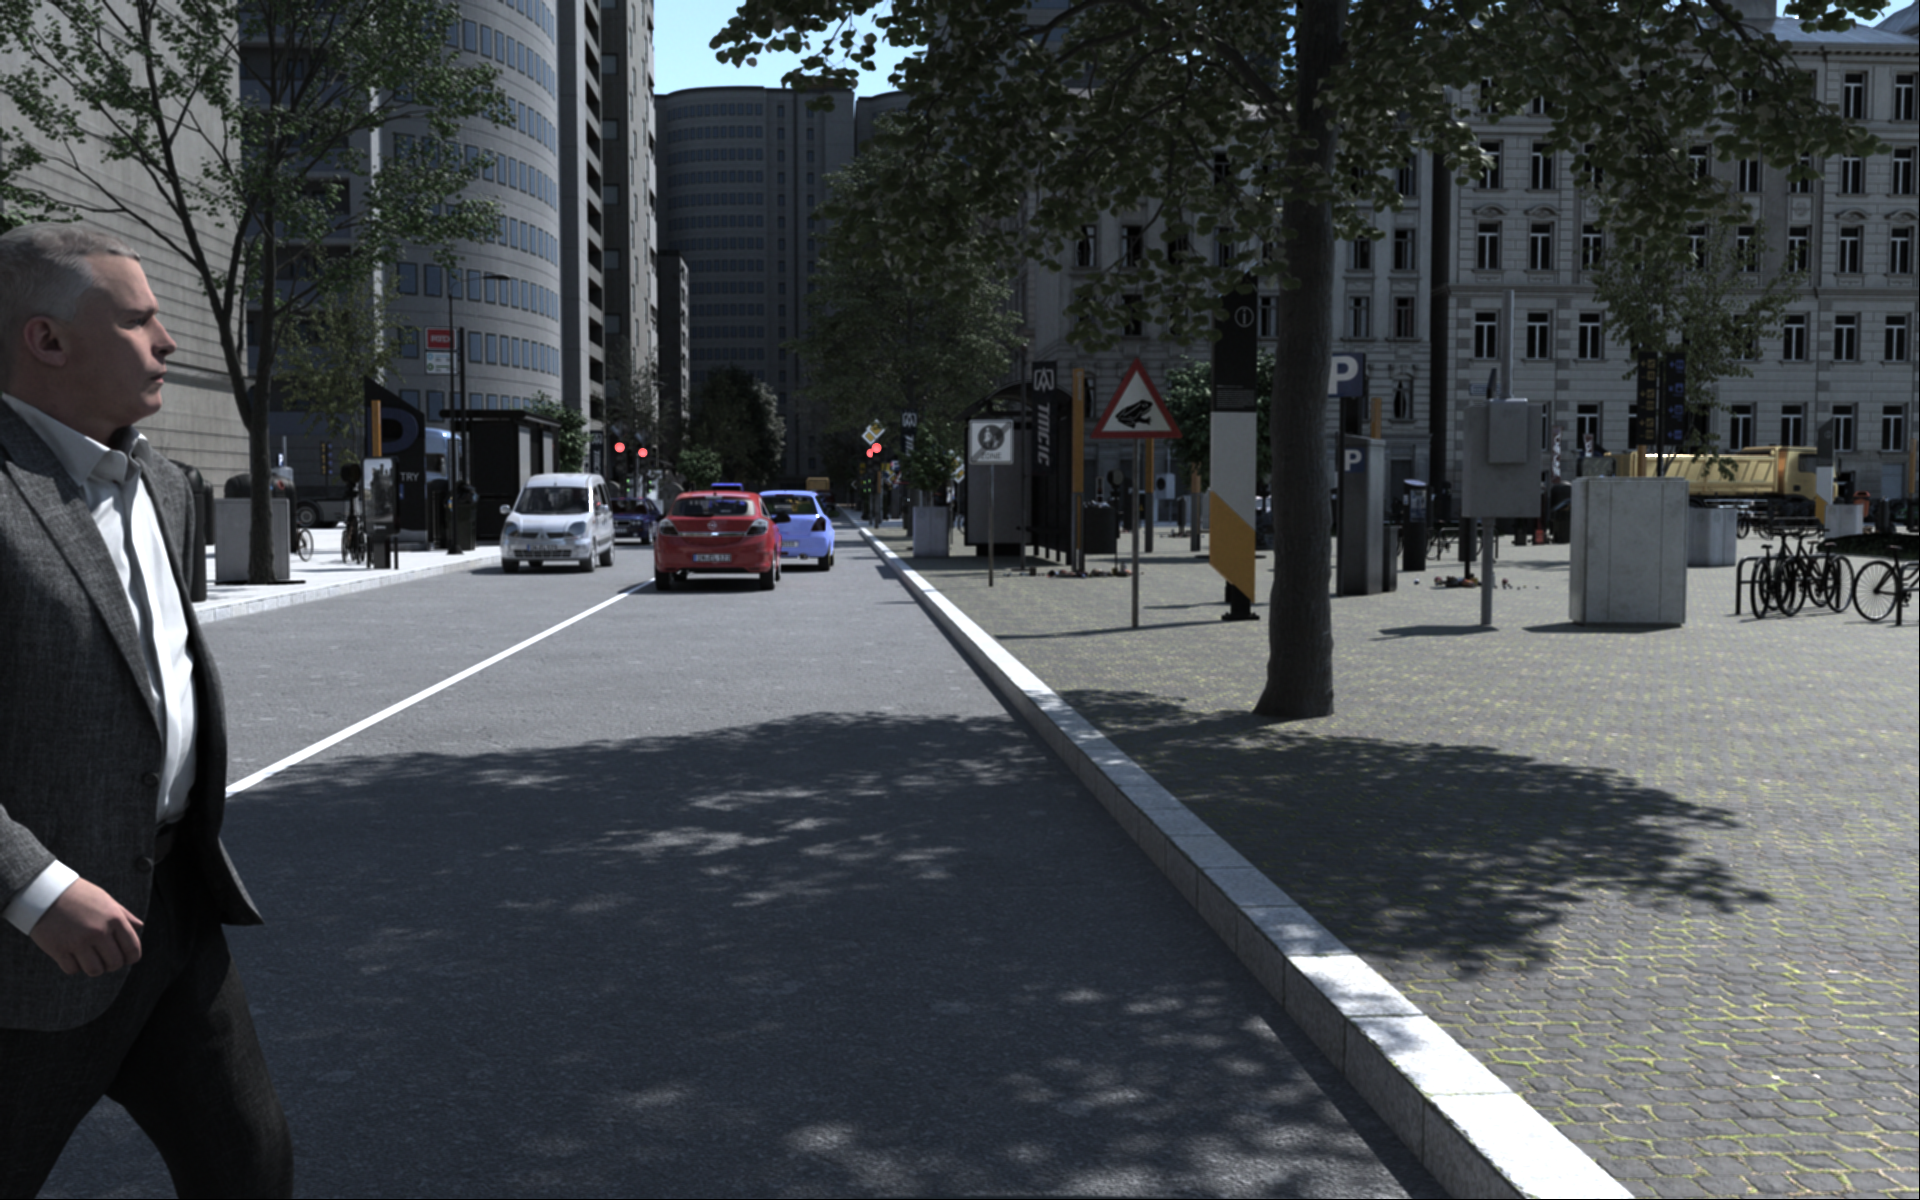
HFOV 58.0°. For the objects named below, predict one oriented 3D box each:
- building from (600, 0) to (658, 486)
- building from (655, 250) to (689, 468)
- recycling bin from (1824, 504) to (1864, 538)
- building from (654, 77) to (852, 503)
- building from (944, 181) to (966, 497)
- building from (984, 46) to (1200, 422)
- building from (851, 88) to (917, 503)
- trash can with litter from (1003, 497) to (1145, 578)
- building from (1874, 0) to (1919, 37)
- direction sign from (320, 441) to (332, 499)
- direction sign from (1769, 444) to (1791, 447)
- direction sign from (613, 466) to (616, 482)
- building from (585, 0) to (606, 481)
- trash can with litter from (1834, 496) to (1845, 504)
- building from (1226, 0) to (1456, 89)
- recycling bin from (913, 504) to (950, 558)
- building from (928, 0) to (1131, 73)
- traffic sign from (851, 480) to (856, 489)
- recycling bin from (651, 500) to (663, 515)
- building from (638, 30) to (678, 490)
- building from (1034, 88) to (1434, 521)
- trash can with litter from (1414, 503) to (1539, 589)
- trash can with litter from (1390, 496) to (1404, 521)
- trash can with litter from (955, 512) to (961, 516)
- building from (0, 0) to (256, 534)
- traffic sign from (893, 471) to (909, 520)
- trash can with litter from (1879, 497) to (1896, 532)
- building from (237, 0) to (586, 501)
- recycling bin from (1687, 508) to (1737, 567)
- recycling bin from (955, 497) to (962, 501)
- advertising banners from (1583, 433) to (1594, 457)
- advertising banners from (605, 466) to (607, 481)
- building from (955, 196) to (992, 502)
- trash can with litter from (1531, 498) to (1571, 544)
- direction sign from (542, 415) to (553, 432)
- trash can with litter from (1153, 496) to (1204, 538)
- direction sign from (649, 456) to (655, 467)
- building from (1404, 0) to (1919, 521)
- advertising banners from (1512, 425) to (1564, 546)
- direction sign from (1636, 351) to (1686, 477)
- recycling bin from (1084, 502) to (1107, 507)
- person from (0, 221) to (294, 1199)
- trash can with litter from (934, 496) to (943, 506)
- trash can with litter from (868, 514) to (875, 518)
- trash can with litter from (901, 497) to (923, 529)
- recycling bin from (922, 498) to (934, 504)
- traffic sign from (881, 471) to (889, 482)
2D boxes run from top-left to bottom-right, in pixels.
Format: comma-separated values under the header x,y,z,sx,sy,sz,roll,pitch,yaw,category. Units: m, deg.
x,y,z,sx,sy,sz,roll,pitch,yaw,category
-42.217,-34.767,157.682,28.713,52.752,27.495,0,4,-4,building
-39.372,-26.518,205.270,14.107,30.474,14.160,0,4,-4,building
21.383,-1.795,41.908,0.722,1.027,0.722,3,4,39,recycling bin
-29.220,-43.143,247.391,28.212,58.520,21.231,0,4,-4,building
5.440,-23.542,156.615,14.160,30.474,14.107,0,4,-4,building
9.187,-19.804,111.185,14.401,28.519,23.554,0,4,-4,building
-0.842,-43.231,248.823,28.212,58.520,21.231,0,4,-4,building
1.803,-0.986,27.173,2.233,1.210,1.678,0,4,3,trash can with litter
57.135,-18.609,90.169,20.117,28.700,13.634,0,4,-4,building
-27.120,-5.027,74.194,0.379,3.537,0.876,1,4,10,direction sign
37.122,-5.304,78.721,0.876,3.537,0.379,-1,4,-12,direction sign
-28.296,-9.168,141.886,0.379,3.537,0.876,-2,4,-27,direction sign
-39.056,-30.995,130.478,21.300,48.544,21.600,0,4,-4,building
64.221,-6.925,124.284,2.233,1.210,1.678,-1,4,-17,trash can with litter
45.580,-54.670,206.518,31.000,86.520,22.319,0,4,-4,building
-0.574,-1.378,35.078,0.722,1.027,0.722,0,4,2,recycling bin
7.179,-38.874,177.595,21.231,58.520,28.212,0,4,-4,building
-8.083,-8.152,134.464,0.795,2.450,0.064,0,3,0,traffic sign
-13.638,-3.968,77.423,0.722,1.027,0.722,-1,4,-9,recycling bin
-40.536,-45.460,181.528,20.563,71.187,20.611,0,4,-4,building
13.009,-14.449,85.385,18.267,20.994,9.793,0,4,-4,building
7.295,-0.821,24.480,1.678,1.210,2.233,1,4,17,trash can with litter
20.592,-4.233,80.602,1.055,1.170,0.624,0,4,5,trash can with litter
-1.003,-5.540,101.635,2.233,1.210,1.678,0,4,2,trash can with litter
-42.772,-16.330,43.414,44.131,29.872,17.030,0,4,-4,building
-2.934,-5.339,87.292,0.884,2.594,0.081,0,4,-4,traffic sign
26.941,-2.395,50.215,1.678,1.210,2.233,2,4,33,trash can with litter
-32.496,-33.643,92.067,21.231,58.520,28.212,0,4,-4,building
13.358,-1.127,30.973,0.722,1.027,0.722,-2,4,-26,recycling bin
-0.322,-7.138,129.265,0.722,1.027,0.722,-3,5,-41,recycling bin
18.762,-3.325,50.549,2.074,3.025,0.090,-3,4,-36,advertising banners
-22.095,-6.817,107.642,0.090,3.025,2.074,-1,4,-20,advertising banners
6.196,-20.698,135.670,12.463,27.353,25.104,0,4,-4,building
15.378,-2.045,44.819,1.055,1.170,0.624,0,4,-5,trash can with litter
-11.897,-3.532,49.744,0.379,3.537,0.876,1,4,13,direction sign
6.429,-2.477,51.562,1.678,1.210,2.233,1,4,17,trash can with litter
-18.581,-6.874,104.379,0.379,3.537,0.876,-2,4,-34,direction sign
34.634,-17.777,87.910,25.104,27.353,12.463,0,4,-4,building
14.579,-2.901,43.620,2.074,3.025,0.090,-3,4,-37,advertising banners
11.177,-2.183,27.682,0.876,3.537,0.379,-1,4,-17,direction sign
4.104,-2.486,53.193,0.722,1.027,0.722,1,4,13,recycling bin
-1.099,0.404,2.297,0.834,1.777,0.661,0,4,-1,person
-0.978,-5.000,93.137,0.624,1.170,1.055,-1,4,-23,trash can with litter
-4.780,-5.022,93.494,0.624,1.170,1.055,-1,4,-19,trash can with litter
-1.614,-3.159,63.044,1.055,1.170,0.624,0,4,-1,trash can with litter
-2.339,-6.767,123.187,0.722,1.027,0.722,2,4,31,recycling bin
-4.244,-5.838,95.554,0.768,2.556,0.104,0,4,0,traffic sign
